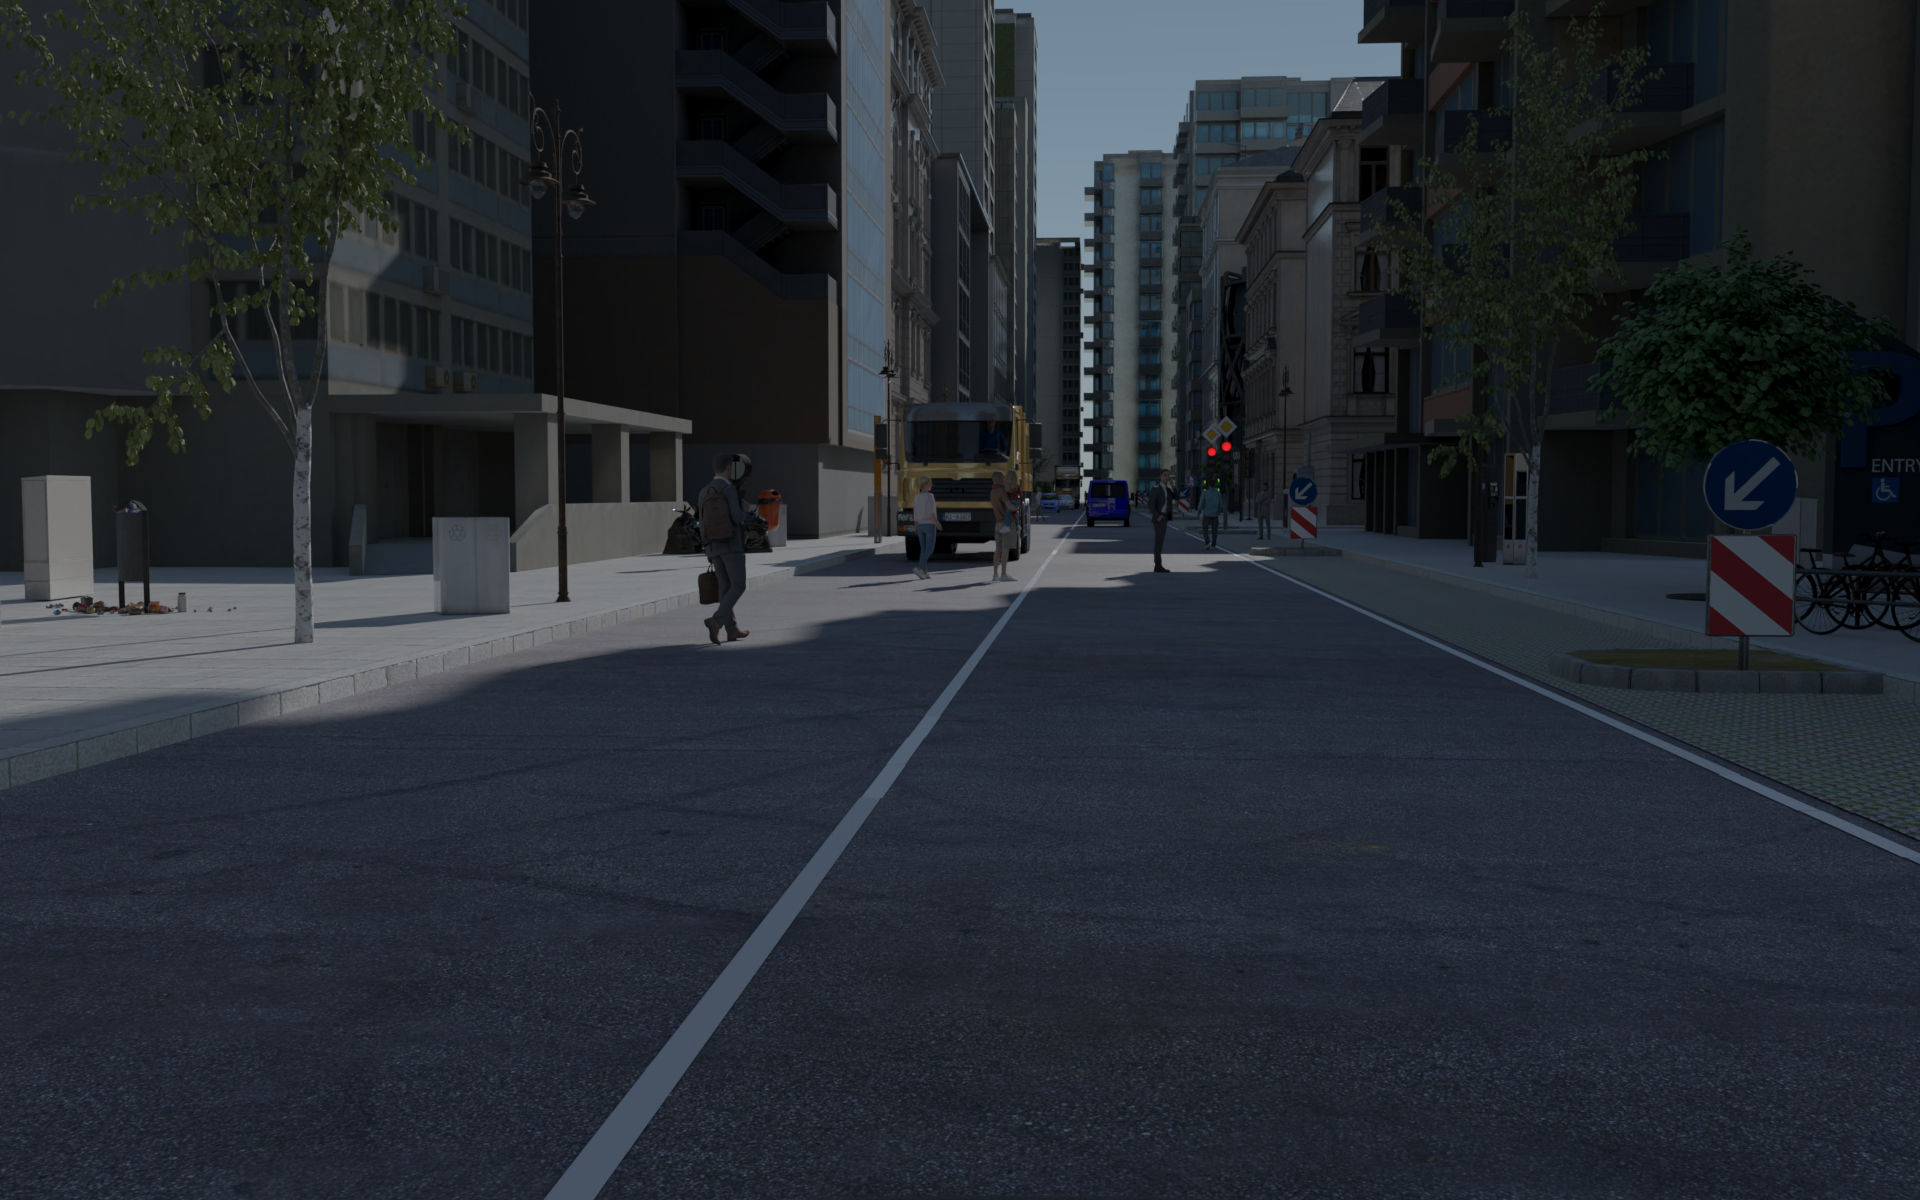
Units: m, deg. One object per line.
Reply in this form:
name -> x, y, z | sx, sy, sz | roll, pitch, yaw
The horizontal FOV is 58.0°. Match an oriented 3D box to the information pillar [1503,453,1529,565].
information pillar -> 10.041, -1.640, 31.299 | 0.304, 2.012, 0.304 | -1, 4, -21

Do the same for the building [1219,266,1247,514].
building -> 25.813, -15.203, 116.022 | 16.820, 18.784, 16.811 | 0, 4, 5

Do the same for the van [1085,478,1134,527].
van -> 6.633, -4.449, 77.131 | 2.240, 2.365, 5.245 | 0, 4, 6

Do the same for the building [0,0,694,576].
building -> -22.792, -21.011, 35.415 | 32.217, 40.220, 23.993 | 0, 4, 5

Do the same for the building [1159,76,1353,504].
building -> 36.258, -35.655, 202.572 | 23.786, 49.044, 30.456 | 0, 4, 5

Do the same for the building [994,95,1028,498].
building -> -0.561, -29.975, 173.684 | 14.154, 41.232, 14.086 | 0, 4, 5

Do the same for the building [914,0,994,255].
building -> -5.164, -43.885, 155.765 | 20.563, 71.187, 20.611 | 0, 4, 5

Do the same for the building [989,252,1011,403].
building -> -1.430, -17.478, 134.915 | 9.793, 20.994, 18.267 | 0, 4, 5

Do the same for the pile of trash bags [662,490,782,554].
pile of trash bags -> -4.953, -1.738, 38.171 | 1.912, 1.369, 3.447 | 2, 4, 25

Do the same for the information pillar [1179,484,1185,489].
information pillar -> 16.247, -7.486, 126.883 | 0.304, 2.012, 0.304 | -1, 4, -18

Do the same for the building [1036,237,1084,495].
building -> 5.529, -33.896, 246.074 | 23.993, 40.220, 32.217 | 0, 4, 5

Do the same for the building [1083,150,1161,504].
building -> 32.456, -37.944, 239.995 | 30.456, 49.044, 23.786 | 0, 4, 5

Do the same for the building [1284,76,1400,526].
building -> 24.361, -12.808, 74.039 | 19.286, 19.102, 10.561 | 0, 4, 5

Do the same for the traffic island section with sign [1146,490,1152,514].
traffic island section with sign -> 14.484, -7.045, 123.805 | 1.989, 1.847, 2.006 | 0, 4, 5

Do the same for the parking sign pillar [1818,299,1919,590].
parking sign pillar -> 12.625, -2.157, 23.736 | 1.447, 3.967, 1.447 | 1, 4, 10

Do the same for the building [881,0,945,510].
building -> -8.573, -18.117, 83.610 | 14.401, 28.519, 23.554 | 0, 4, 5

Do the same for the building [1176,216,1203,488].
building -> 29.714, -25.055, 181.349 | 14.160, 30.474, 14.107 | 0, 4, 5

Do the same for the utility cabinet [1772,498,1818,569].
utility cabinet -> 14.245, -1.127, 29.581 | 0.306, 1.237, 1.020 | 0, 4, 0

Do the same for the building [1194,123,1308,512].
building -> 25.551, -21.304, 134.228 | 13.634, 28.700, 20.117 | 0, 4, 5

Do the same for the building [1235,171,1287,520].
building -> 20.721, -13.952, 92.743 | 10.561, 19.102, 19.286 | 0, 4, 5

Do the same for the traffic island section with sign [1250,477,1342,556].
traffic island section with sign -> 7.844, -1.955, 40.591 | 1.989, 1.847, 2.006 | 0, 4, 5

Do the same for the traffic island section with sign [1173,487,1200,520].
traffic island section with sign -> 12.290, -5.363, 96.319 | 1.989, 1.847, 2.006 | 0, 4, 5

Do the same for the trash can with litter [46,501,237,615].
trash can with litter -> -9.201, -0.488, 19.041 | 2.233, 1.210, 1.678 | 2, 4, 35

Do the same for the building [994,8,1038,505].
building -> -4.853, -40.909, 210.857 | 28.212, 58.520, 21.231 | 0, 4, 5

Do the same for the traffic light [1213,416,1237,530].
traffic light -> 9.530, -4.484, 62.229 | 0.839, 4.253, 0.868 | 0, 4, 5

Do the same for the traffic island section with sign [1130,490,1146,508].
traffic island section with sign -> 20.503, -11.654, 199.162 | 1.989, 1.847, 2.006 | 0, 4, 5

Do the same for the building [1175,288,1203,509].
building -> 34.381, -19.209, 159.105 | 27.650, 21.520, 28.899 | 0, 4, 5

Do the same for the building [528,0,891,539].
building -> -10.113, -24.783, 55.308 | 14.200, 45.320, 14.600 | 0, 4, 5

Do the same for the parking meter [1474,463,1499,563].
parking meter -> 9.899, -1.643, 32.569 | 0.255, 1.863, 0.399 | -2, 4, -30

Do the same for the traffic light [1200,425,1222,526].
traffic light -> 10.165, -4.971, 70.189 | 0.839, 4.253, 0.868 | 0, 4, 5

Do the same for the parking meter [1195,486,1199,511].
parking meter -> 18.266, -7.806, 133.346 | 0.255, 1.863, 0.399 | 0, 4, -1

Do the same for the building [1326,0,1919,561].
building -> 22.465, -23.864, 44.793 | 22.147, 44.769, 28.867 | 0, 4, 5

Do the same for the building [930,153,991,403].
building -> -6.014, -17.846, 110.853 | 14.314, 24.678, 30.058 | 0, 4, 5

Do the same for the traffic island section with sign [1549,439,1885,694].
traffic island section with sign -> 5.673, -0.287, 13.319 | 1.989, 1.847, 2.006 | 0, 4, 5

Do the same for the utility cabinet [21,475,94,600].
utility cabinet -> -11.037, -0.765, 21.184 | 0.318, 1.500, 1.173 | 0, 4, -3

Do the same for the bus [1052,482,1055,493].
bus -> 12.156, -12.365, 197.035 | 2.948, 3.499, 13.247 | 0, 4, 5

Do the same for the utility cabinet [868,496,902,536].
utility cabinet -> -2.319, -2.587, 53.467 | 1.020, 1.237, 0.306 | 1, 4, 14

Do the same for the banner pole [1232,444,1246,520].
banner pole -> 13.856, -5.872, 86.032 | 0.863, 3.779, 0.401 | 3, 5, 41
